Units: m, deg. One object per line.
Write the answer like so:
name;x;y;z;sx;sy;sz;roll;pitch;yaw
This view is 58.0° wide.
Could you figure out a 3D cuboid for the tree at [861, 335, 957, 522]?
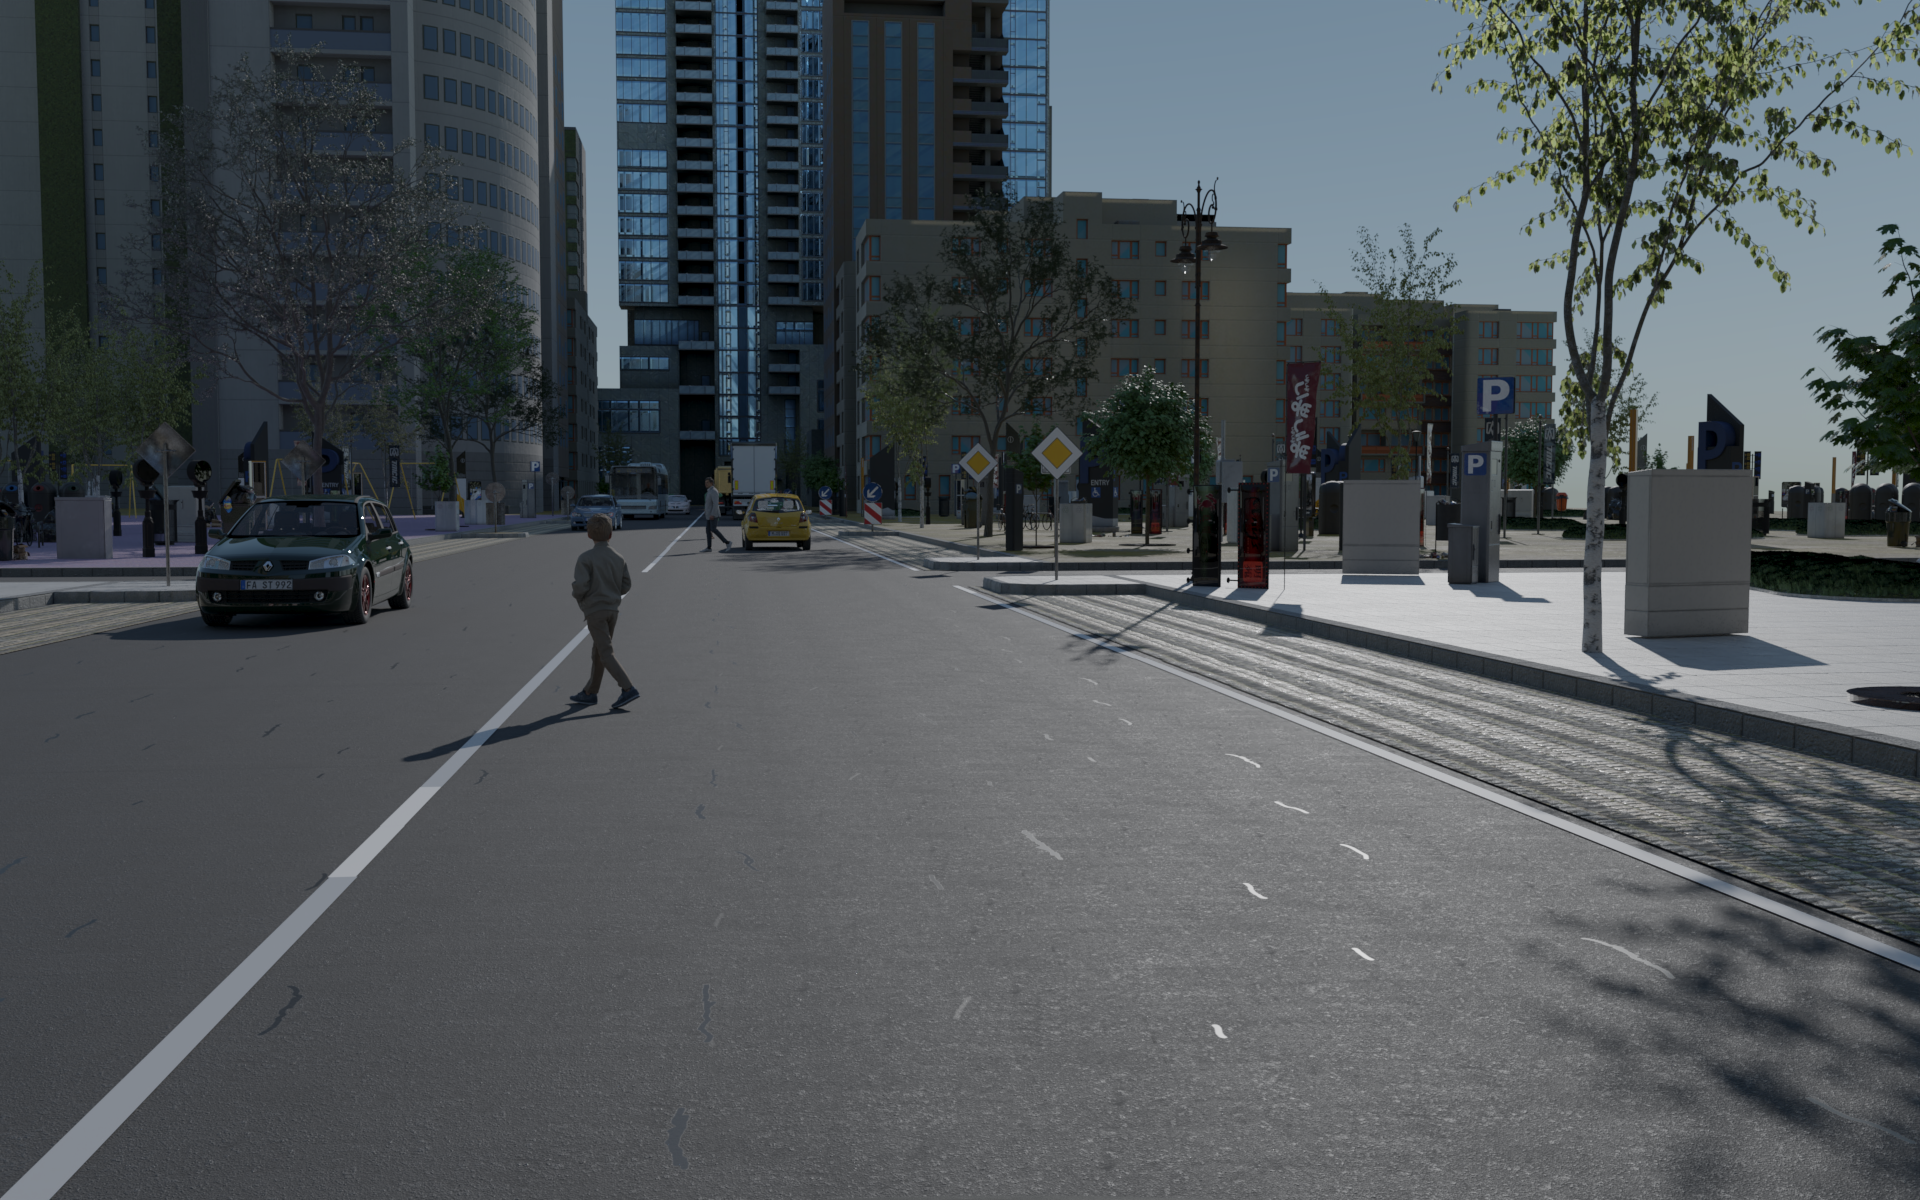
tree;-2.559;-7.903;79.570;4.360;8.622;3.978;0;3;0

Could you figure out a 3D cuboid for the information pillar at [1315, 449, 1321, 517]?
information pillar;18.224;-5.886;87.588;0.504;3.616;0.183;1;4;20

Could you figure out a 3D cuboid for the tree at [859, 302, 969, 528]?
tree;-1.677;-7.026;65.246;4.737;8.622;4.395;0;3;0

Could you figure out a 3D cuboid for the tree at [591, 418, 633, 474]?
tree;-32.832;-13.084;164.287;4.737;8.622;4.395;0;3;0

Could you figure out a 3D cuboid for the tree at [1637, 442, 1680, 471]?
tree;26.163;-4.296;64.843;1.663;3.219;1.824;0;3;0

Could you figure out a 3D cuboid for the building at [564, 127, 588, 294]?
building;-49.430;-31.288;195.161;14.086;41.232;14.154;0;4;-8

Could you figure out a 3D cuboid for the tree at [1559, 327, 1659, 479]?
tree;28.212;-7.682;75.962;4.737;8.622;4.395;0;3;0

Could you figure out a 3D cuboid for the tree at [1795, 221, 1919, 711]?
tree;6.024;-0.982;10.654;1.663;3.219;1.824;0;3;0

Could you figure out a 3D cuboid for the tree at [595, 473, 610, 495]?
tree;-32.004;-9.838;155.452;1.663;3.219;1.824;0;3;0

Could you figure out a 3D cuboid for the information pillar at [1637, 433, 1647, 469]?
information pillar;26.255;-4.617;66.842;0.504;3.616;0.183;0;4;0

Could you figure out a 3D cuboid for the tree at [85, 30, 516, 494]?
tree;-17.175;-8.297;46.020;12.009;13.543;11.850;0;3;0

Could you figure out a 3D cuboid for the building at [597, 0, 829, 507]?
building;-27.711;-54.351;201.315;31.000;86.520;22.319;0;4;-8

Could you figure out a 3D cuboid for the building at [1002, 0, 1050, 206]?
building;-3.025;-52.220;166.470;22.319;86.520;31.000;0;4;-8

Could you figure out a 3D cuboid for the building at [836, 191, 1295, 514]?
building;5.849;-17.132;125.151;27.650;21.520;28.899;0;4;-8

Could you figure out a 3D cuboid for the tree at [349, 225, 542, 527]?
tree;-19.911;-8.651;67.194;9.928;11.665;9.643;0;3;0

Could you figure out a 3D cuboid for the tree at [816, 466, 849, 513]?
tree;-8.537;-7.472;116.774;1.663;3.219;1.824;0;3;0

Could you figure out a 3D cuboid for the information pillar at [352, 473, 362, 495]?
information pillar;-20.702;-3.365;59.517;0.304;2.012;0.304;-2;4;-24

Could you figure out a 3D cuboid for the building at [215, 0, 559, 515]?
building;-39.747;-35.228;117.983;21.231;58.520;28.212;0;4;-8

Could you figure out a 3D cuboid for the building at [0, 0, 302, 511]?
building;-79.616;-37.895;161.575;28.212;58.520;21.231;0;4;-8

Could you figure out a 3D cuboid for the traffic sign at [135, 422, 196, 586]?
traffic sign;-11.043;-1.252;24.110;0.795;2.450;0.064;0;4;-8

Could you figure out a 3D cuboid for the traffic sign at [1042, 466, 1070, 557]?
traffic sign;1.960;-2.040;35.479;0.606;2.300;0.079;0;4;-4

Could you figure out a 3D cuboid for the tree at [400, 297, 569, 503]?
tree;-20.580;-8.634;75.573;7.601;10.594;8.767;0;4;-4

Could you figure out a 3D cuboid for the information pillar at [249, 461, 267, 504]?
information pillar;-15.617;-2.083;38.545;0.304;2.012;0.304;-2;4;-34

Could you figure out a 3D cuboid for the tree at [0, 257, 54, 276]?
tree;-28.840;-6.306;53.471;4.737;8.622;4.395;0;3;0

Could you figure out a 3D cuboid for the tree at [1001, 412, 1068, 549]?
tree;1.766;-2.848;41.168;1.663;3.219;1.824;0;3;0

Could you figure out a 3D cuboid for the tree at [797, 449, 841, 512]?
tree;-10.247;-8.721;126.303;4.285;4.588;4.351;0;3;0

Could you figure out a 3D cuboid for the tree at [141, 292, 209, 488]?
tree;-29.179;-6.840;62.192;4.737;8.622;4.395;0;3;0

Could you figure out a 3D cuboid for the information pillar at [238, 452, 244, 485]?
information pillar;-36.908;-5.987;89.242;0.504;3.616;0.183;-2;4;-24

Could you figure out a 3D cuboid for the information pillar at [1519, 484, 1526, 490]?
information pillar;35.725;-7.254;109.956;0.504;3.616;0.183;1;4;16

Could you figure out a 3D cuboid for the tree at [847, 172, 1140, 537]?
tree;0.843;-7.142;51.183;8.767;10.594;7.601;0;4;-4

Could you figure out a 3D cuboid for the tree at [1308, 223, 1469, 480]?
tree;11.602;-5.870;46.339;4.737;8.622;4.395;0;3;0

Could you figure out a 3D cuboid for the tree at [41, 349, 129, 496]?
tree;-43.548;-8.339;86.705;4.360;8.622;3.978;0;3;0

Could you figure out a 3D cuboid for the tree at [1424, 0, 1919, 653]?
tree;5.373;-3.882;13.841;4.360;8.622;3.978;0;3;0

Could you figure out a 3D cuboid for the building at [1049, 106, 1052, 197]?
building;-1.460;-35.599;205.748;21.600;48.544;21.300;0;4;-8

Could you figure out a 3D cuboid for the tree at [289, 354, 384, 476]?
tree;-33.215;-8.568;90.449;4.360;8.622;3.978;0;3;0

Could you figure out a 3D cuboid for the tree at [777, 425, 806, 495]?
tree;-17.777;-14.340;184.828;4.737;8.622;4.395;0;3;0

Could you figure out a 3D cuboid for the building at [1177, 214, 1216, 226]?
building;17.913;-24.959;179.788;14.107;30.474;14.160;0;4;-8

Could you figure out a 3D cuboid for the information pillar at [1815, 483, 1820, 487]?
information pillar;54.959;-6.522;111.128;0.304;2.012;0.304;1;4;9

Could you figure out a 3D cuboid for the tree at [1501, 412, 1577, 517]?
tree;23.152;-5.268;69.840;4.285;4.588;4.351;0;3;0

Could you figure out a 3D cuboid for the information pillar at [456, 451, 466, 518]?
information pillar;-26.596;-6.182;92.429;0.504;3.616;0.183;-2;4;-25

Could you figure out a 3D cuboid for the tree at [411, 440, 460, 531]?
tree;-18.342;-4.080;61.306;1.663;3.219;1.824;0;3;0

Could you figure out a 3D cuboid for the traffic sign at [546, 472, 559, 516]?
traffic sign;-23.677;-6.149;100.648;0.768;2.556;0.104;0;4;-7

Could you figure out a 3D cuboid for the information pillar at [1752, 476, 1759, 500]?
information pillar;32.988;-4.132;72.048;0.304;2.012;0.304;-1;4;-17

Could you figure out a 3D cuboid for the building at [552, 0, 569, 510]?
building;-39.584;-29.975;140.194;14.600;45.320;14.200;0;4;-8

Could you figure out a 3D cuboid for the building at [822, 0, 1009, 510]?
building;-4.109;-30.255;144.772;14.600;45.320;14.200;0;4;-8

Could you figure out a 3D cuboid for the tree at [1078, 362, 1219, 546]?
tree;4.724;-3.626;43.005;4.285;4.588;4.351;0;3;0

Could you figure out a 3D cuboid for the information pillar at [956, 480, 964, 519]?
information pillar;0.020;-5.140;88.529;0.304;2.012;0.304;2;4;32

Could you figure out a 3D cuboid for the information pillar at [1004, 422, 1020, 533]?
information pillar;1.713;-3.989;56.575;0.504;3.616;0.183;-1;4;-20

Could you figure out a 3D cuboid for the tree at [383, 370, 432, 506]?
tree;-32.309;-9.027;97.953;4.360;8.622;3.978;0;3;0

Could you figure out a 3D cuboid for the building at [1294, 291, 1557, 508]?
building;40.207;-20.227;175.758;28.899;21.520;27.650;0;4;-8
